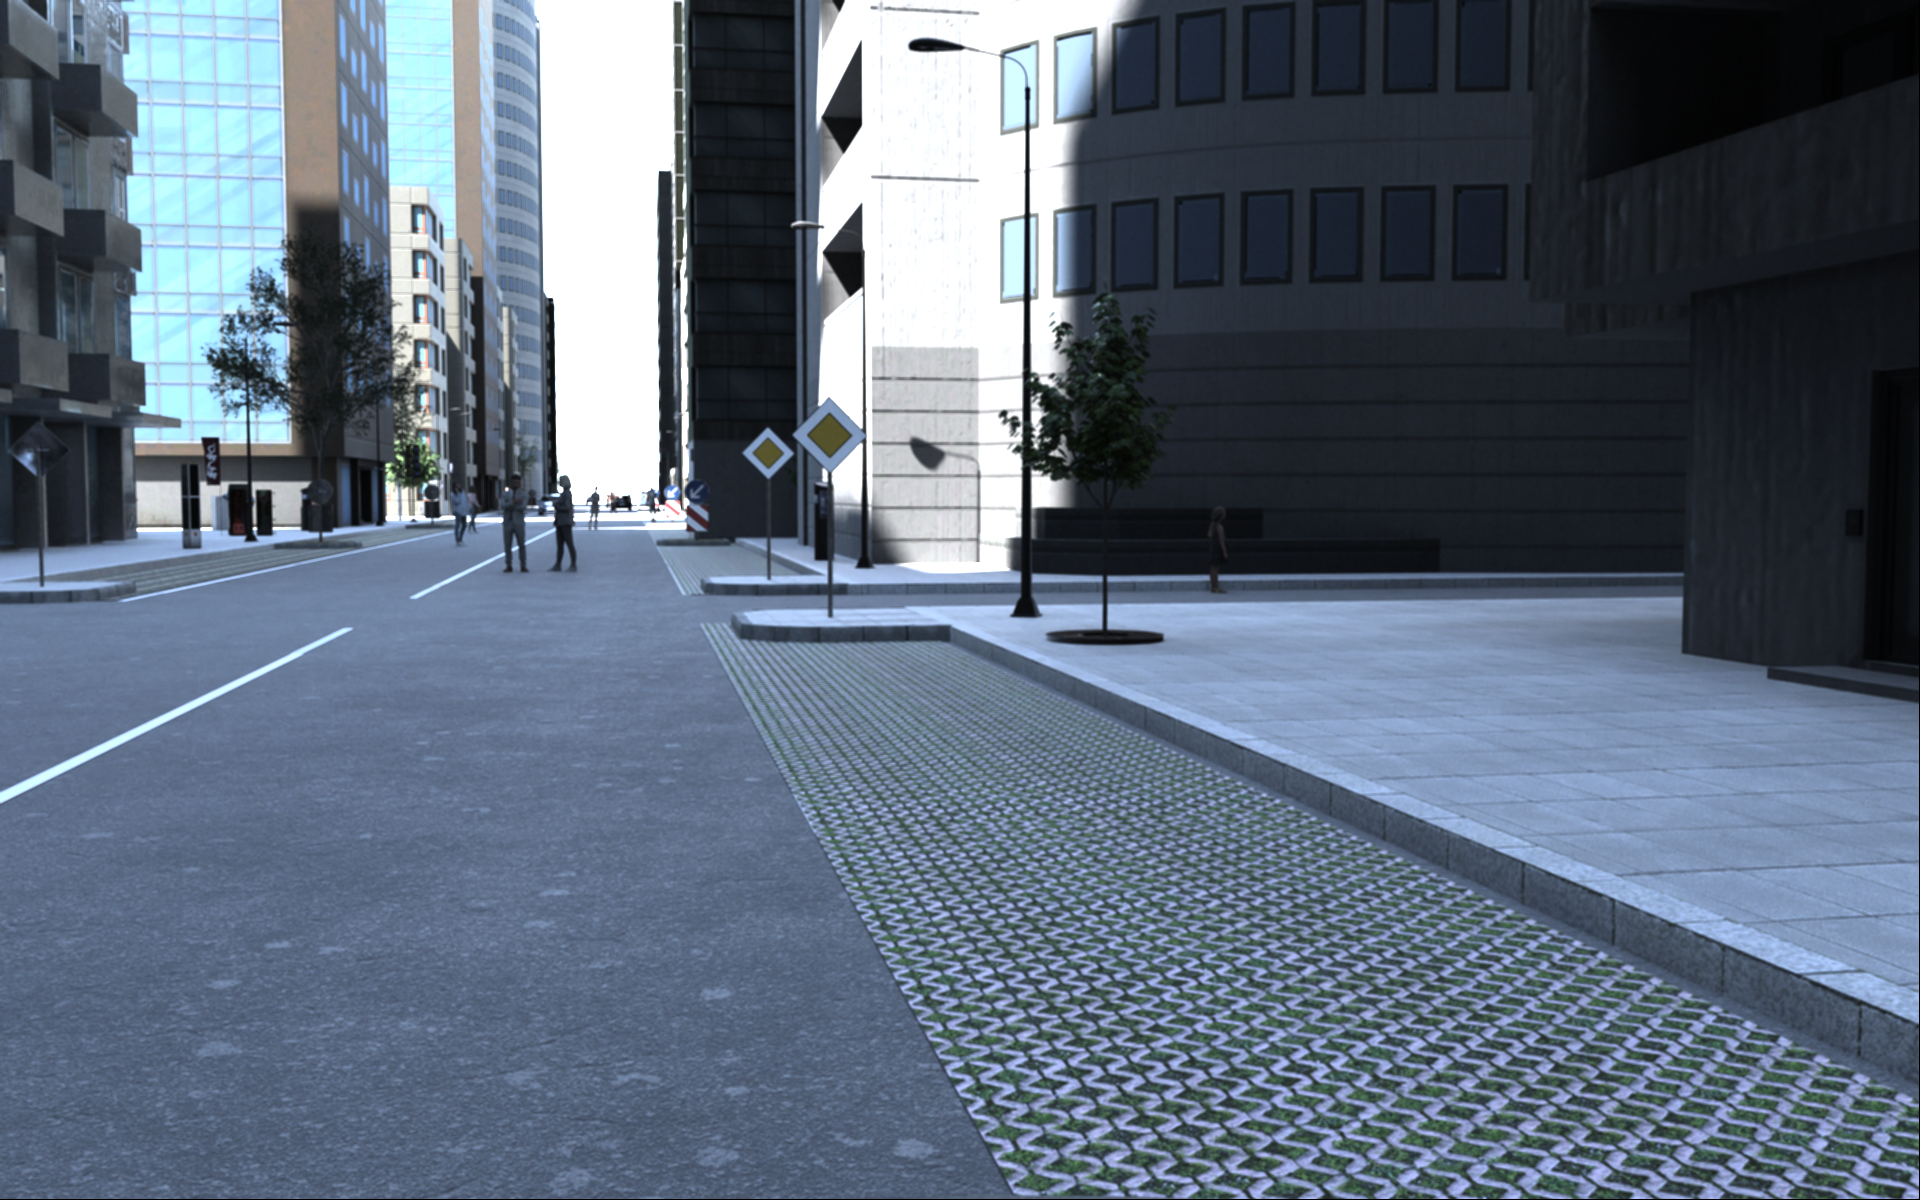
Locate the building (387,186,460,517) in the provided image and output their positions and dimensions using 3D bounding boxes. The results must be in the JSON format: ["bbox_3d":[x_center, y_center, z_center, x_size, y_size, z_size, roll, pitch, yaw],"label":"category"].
[{"bbox_3d":[-46.155,-16.162,109.295,27.650,21.520,28.899,-1,4,-11],"label":"building"}]

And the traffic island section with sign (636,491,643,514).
[{"bbox_3d":[-21.995,-7.062,124.097,1.989,1.847,2.006,-1,4,-11],"label":"traffic island section with sign"}]

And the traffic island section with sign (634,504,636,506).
[{"bbox_3d":[-27.060,-8.683,150.588,1.989,1.847,2.006,-1,4,-11],"label":"traffic island section with sign"}]

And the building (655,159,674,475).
[{"bbox_3d":[-32.336,-38.151,247.477,21.300,48.544,21.600,-1,4,-11],"label":"building"}]

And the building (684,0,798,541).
[{"bbox_3d":[-2.147,-17.490,57.666,14.160,30.474,14.107,-1,4,-11],"label":"building"}]

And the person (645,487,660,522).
[{"bbox_3d":[-15.757,-4.905,88.817,0.709,1.813,0.853,-1,4,-20],"label":"person"}]

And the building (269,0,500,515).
[{"bbox_3d":[-42.907,-29.454,131.680,14.600,45.320,14.200,-1,4,-11],"label":"building"}]

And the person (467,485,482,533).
[{"bbox_3d":[-17.807,-3.313,63.255,0.593,1.750,0.643,3,5,43],"label":"person"}]

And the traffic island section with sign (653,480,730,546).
[{"bbox_3d":[-7.464,-2.425,48.281,1.989,1.847,2.006,-1,4,-11],"label":"traffic island section with sign"}]

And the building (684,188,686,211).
[{"bbox_3d":[0.407,-14.885,88.409,27.650,21.520,28.899,-1,4,-11],"label":"building"}]

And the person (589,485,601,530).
[{"bbox_3d":[-14.694,-3.724,69.729,0.599,1.781,0.374,-2,4,-34],"label":"person"}]

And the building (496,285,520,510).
[{"bbox_3d":[-53.929,-18.787,152.201,27.650,21.520,28.899,-1,4,-11],"label":"building"}]

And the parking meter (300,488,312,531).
[{"bbox_3d":[-22.895,-3.197,60.675,0.372,1.533,0.369,0,3,0],"label":"parking meter"}]

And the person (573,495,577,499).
[{"bbox_3d":[-33.543,-8.548,149.084,1.217,1.723,0.721,-2,4,-24],"label":"person"}]

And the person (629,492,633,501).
[{"bbox_3d":[-45.577,-14.067,239.433,0.756,1.711,0.436,1,4,17],"label":"person"}]

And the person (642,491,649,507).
[{"bbox_3d":[-33.370,-10.790,185.016,1.348,1.812,0.705,1,4,20],"label":"person"}]

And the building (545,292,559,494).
[{"bbox_3d":[-64.000,-28.821,242.923,14.160,30.474,14.107,-1,4,-11],"label":"building"}]

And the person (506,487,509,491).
[{"bbox_3d":[-24.785,-5.301,95.188,0.660,1.820,0.620,-1,4,-13],"label":"person"}]

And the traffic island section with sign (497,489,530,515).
[{"bbox_3d":[-31.547,-6.938,122.070,1.989,1.847,2.006,-1,4,-11],"label":"traffic island section with sign"}]

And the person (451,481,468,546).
[{"bbox_3d":[-13.879,-2.401,48.017,0.793,1.790,0.793,-1,4,-10],"label":"person"}]

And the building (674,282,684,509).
[{"bbox_3d":[-9.092,-18.203,142.666,27.650,21.520,28.899,-1,4,-11],"label":"building"}]

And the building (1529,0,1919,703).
[{"bbox_3d":[11.583,-14.643,11.113,14.160,30.474,14.107,-1,4,-11],"label":"building"}]

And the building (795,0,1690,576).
[{"bbox_3d":[11.289,-30.271,36.937,28.212,58.520,21.231,-1,4,-11],"label":"building"}]

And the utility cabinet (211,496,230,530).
[{"bbox_3d":[-26.163,-3.093,61.735,0.306,1.237,1.020,2,4,27],"label":"utility cabinet"}]

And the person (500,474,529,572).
[{"bbox_3d":[-8.191,-1.416,31.834,0.511,1.800,0.466,-1,4,-22],"label":"person"}]

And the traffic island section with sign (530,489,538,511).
[{"bbox_3d":[-36.667,-8.571,148.764,1.989,1.847,2.006,-1,4,-11],"label":"traffic island section with sign"}]

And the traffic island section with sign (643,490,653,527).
[{"bbox_3d":[-12.531,-4.045,74.758,1.989,1.847,2.006,-1,4,-11],"label":"traffic island section with sign"}]

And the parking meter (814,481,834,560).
[{"bbox_3d":[-2.636,-1.540,33.592,0.372,1.533,0.369,0,3,0],"label":"parking meter"}]

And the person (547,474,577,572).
[{"bbox_3d":[-7.359,-1.428,32.030,0.526,1.800,0.537,-1,4,-21],"label":"person"}]

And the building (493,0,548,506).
[{"bbox_3d":[-57.122,-39.656,190.374,21.231,58.520,28.212,-1,4,-11],"label":"building"}]

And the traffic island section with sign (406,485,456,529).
[{"bbox_3d":[-22.023,-3.898,72.358,1.989,1.847,2.006,-1,4,-11],"label":"traffic island section with sign"}]

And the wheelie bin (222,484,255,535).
[{"bbox_3d":[-22.557,-2.832,54.212,0.980,1.594,0.693,-1,4,-13],"label":"wheelie bin"}]

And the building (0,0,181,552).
[{"bbox_3d":[-30.776,-25.359,34.236,23.786,49.044,30.456,-1,4,-11],"label":"building"}]

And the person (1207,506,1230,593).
[{"bbox_3d":[3.749,-0.727,25.059,0.373,1.253,0.362,0,4,-7],"label":"person"}]

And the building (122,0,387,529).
[{"bbox_3d":[-31.128,-25.634,69.226,14.600,45.320,14.200,-1,4,-11],"label":"building"}]

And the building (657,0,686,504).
[{"bbox_3d":[-29.181,-48.151,225.514,20.563,71.187,20.611,-1,4,-11],"label":"building"}]

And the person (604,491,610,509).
[{"bbox_3d":[-34.426,-9.802,169.482,1.217,1.735,0.721,3,4,37],"label":"person"}]

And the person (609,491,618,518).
[{"bbox_3d":[-21.152,-5.850,105.614,0.415,1.643,0.593,3,4,38],"label":"person"}]

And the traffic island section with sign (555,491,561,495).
[{"bbox_3d":[-47.130,-11.910,203.352,1.989,1.847,2.006,-1,4,-11],"label":"traffic island section with sign"}]
